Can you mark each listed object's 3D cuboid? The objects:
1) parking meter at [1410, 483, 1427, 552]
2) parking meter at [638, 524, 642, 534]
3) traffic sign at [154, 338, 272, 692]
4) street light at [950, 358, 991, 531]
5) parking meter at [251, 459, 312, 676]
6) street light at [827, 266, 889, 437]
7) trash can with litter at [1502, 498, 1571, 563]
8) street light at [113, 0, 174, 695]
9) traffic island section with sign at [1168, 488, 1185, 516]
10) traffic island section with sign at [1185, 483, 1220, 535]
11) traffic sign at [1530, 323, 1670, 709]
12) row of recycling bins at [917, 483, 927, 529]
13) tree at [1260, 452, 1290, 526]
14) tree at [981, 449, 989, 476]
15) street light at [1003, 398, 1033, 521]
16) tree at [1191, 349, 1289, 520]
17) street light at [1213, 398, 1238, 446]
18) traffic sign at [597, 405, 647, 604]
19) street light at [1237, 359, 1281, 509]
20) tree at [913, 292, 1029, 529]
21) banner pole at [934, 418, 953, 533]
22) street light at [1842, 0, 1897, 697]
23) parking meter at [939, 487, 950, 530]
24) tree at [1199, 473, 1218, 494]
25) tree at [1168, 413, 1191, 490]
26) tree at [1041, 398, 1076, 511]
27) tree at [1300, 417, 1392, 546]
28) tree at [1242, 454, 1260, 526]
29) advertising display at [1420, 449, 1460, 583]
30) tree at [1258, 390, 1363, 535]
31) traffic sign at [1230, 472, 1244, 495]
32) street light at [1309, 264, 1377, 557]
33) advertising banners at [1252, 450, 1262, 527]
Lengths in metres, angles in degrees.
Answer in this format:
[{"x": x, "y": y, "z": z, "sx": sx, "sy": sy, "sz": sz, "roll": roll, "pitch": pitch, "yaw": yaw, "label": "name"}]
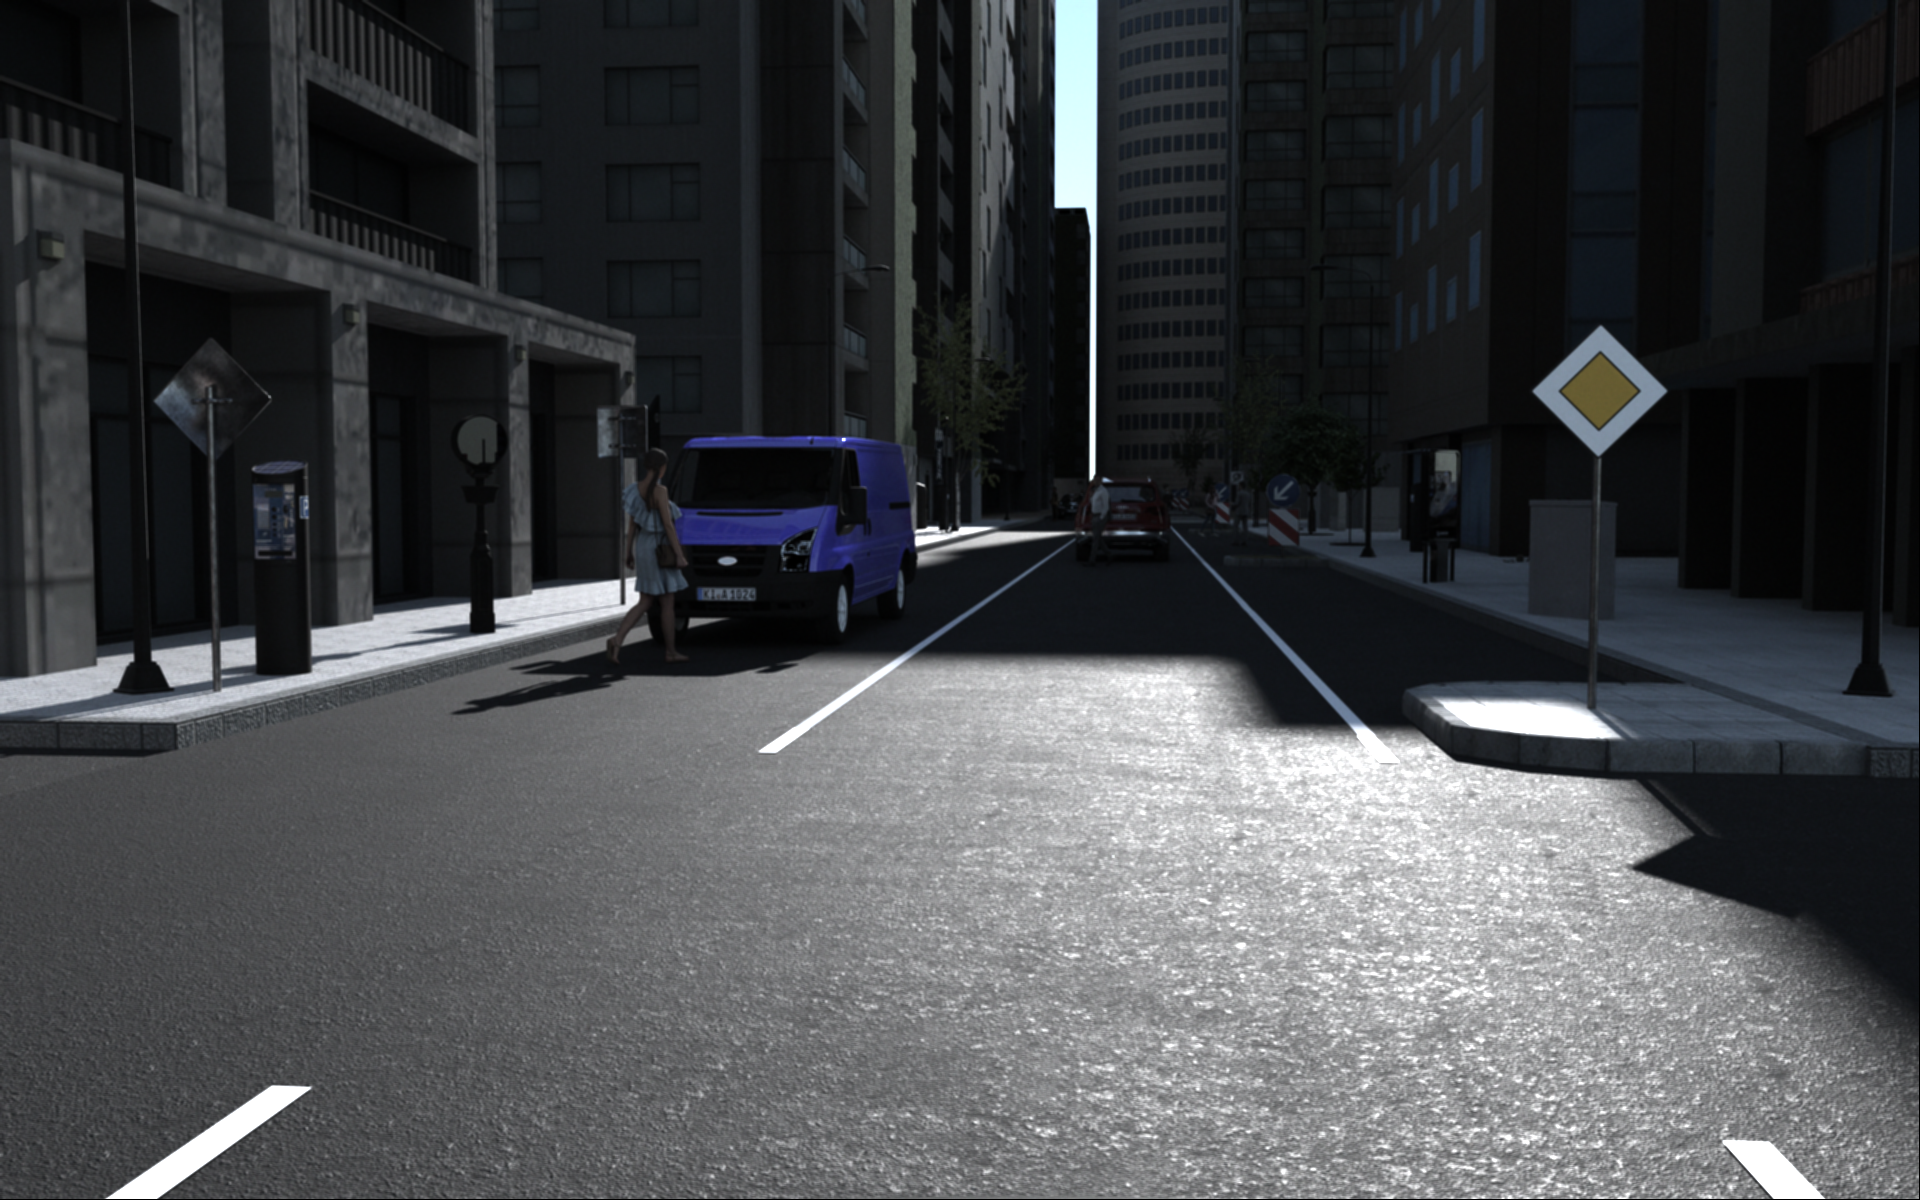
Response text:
[{"x": 10.179, "y": -1.835, "z": 38.415, "sx": 0.372, "sy": 1.533, "sz": 0.369, "roll": 0, "pitch": 3, "yaw": 0, "label": "parking meter"}, {"x": -7.417, "y": -1.941, "z": 40.151, "sx": 0.372, "sy": 1.533, "sz": 0.369, "roll": 0, "pitch": 3, "yaw": 0, "label": "parking meter"}, {"x": -4.825, "y": -0.462, "z": 11.195, "sx": 0.795, "sy": 2.450, "sz": 0.064, "roll": 0, "pitch": 4, "yaw": 6, "label": "traffic sign"}, {"x": 0.344, "y": -5.310, "z": 59.366, "sx": 1.470, "sy": 5.913, "sz": 1.316, "roll": 0, "pitch": 4, "yaw": 6, "label": "street light"}, {"x": -4.845, "y": -0.242, "z": 12.374, "sx": 0.372, "sy": 1.533, "sz": 0.369, "roll": 0, "pitch": 3, "yaw": 0, "label": "parking meter"}, {"x": -2.138, "y": -3.846, "z": 35.427, "sx": 1.470, "sy": 5.913, "sz": 1.316, "roll": 0, "pitch": 4, "yaw": 6, "label": "street light"}, {"x": 11.141, "y": -1.345, "z": 33.051, "sx": 2.233, "sy": 1.210, "sz": 1.678, "roll": -2, "pitch": 4, "yaw": -26, "label": "trash can with litter"}, {"x": -4.764, "y": -2.353, "z": 11.006, "sx": 1.470, "sy": 5.913, "sz": 1.316, "roll": 0, "pitch": 4, "yaw": 6, "label": "street light"}, {"x": 14.391, "y": -6.335, "z": 112.210, "sx": 1.989, "sy": 1.847, "sz": 2.006, "roll": 0, "pitch": 4, "yaw": 6, "label": "traffic island section with sign"}, {"x": 9.174, "y": -3.257, "z": 61.884, "sx": 1.989, "sy": 1.847, "sz": 2.006, "roll": 0, "pitch": 4, "yaw": 6, "label": "traffic island section with sign"}, {"x": 3.771, "y": -0.406, "z": 10.284, "sx": 0.795, "sy": 2.450, "sz": 0.064, "roll": 0, "pitch": 4, "yaw": 6, "label": "traffic sign"}, {"x": -2.464, "y": -3.396, "z": 62.645, "sx": 1.069, "sy": 1.692, "sz": 3.534, "roll": 3, "pitch": 5, "yaw": 40, "label": "row of recycling bins"}, {"x": 11.879, "y": -4.158, "z": 62.589, "sx": 1.663, "sy": 3.219, "sz": 1.824, "roll": 0, "pitch": 3, "yaw": 0, "label": "tree"}, {"x": -0.305, "y": -6.183, "z": 84.811, "sx": 4.285, "sy": 4.588, "sz": 4.351, "roll": 0, "pitch": 3, "yaw": 0, "label": "tree"}, {"x": 2.819, "y": -6.801, "z": 83.734, "sx": 1.470, "sy": 5.913, "sz": 1.316, "roll": 0, "pitch": 4, "yaw": 6, "label": "street light"}, {"x": 14.526, "y": -8.349, "z": 86.862, "sx": 4.737, "sy": 8.622, "sz": 4.395, "roll": 0, "pitch": 3, "yaw": 0, "label": "tree"}, {"x": 12.908, "y": -6.808, "z": 83.846, "sx": 1.470, "sy": 5.913, "sz": 1.316, "roll": 0, "pitch": 4, "yaw": 6, "label": "street light"}, {"x": -3.913, "y": -1.097, "z": 20.059, "sx": 0.606, "sy": 2.300, "sz": 0.079, "roll": 1, "pitch": 4, "yaw": 12, "label": "traffic sign"}, {"x": 10.411, "y": -5.317, "z": 59.476, "sx": 1.470, "sy": 5.913, "sz": 1.316, "roll": 0, "pitch": 4, "yaw": 6, "label": "street light"}, {"x": 0.075, "y": -6.903, "z": 63.224, "sx": 4.737, "sy": 8.622, "sz": 4.395, "roll": 0, "pitch": 3, "yaw": 0, "label": "tree"}, {"x": -0.581, "y": -4.078, "z": 56.699, "sx": 0.401, "sy": 3.779, "sz": 0.863, "roll": 3, "pitch": 4, "yaw": 36, "label": "banner pole"}, {"x": 5.298, "y": -2.352, "z": 10.991, "sx": 1.470, "sy": 5.913, "sz": 1.316, "roll": 0, "pitch": 4, "yaw": 6, "label": "street light"}, {"x": -0.567, "y": -3.273, "z": 61.926, "sx": 0.372, "sy": 1.533, "sz": 0.369, "roll": 0, "pitch": 3, "yaw": 0, "label": "parking meter"}, {"x": 21.075, "y": -9.341, "z": 147.328, "sx": 1.663, "sy": 3.219, "sz": 1.824, "roll": 0, "pitch": 3, "yaw": 0, "label": "tree"}, {"x": 20.574, "y": -12.460, "z": 154.089, "sx": 4.737, "sy": 8.622, "sz": 4.395, "roll": 0, "pitch": 3, "yaw": 0, "label": "tree"}, {"x": 6.722, "y": -11.108, "z": 131.983, "sx": 4.360, "sy": 8.622, "sz": 3.978, "roll": 0, "pitch": 3, "yaw": 0, "label": "tree"}, {"x": 9.669, "y": -2.975, "z": 43.235, "sx": 1.663, "sy": 3.219, "sz": 1.824, "roll": 0, "pitch": 3, "yaw": 0, "label": "tree"}, {"x": 12.634, "y": -4.651, "z": 70.650, "sx": 1.663, "sy": 3.219, "sz": 1.824, "roll": 0, "pitch": 3, "yaw": 0, "label": "tree"}, {"x": 6.977, "y": -1.221, "z": 25.180, "sx": 0.123, "sy": 1.923, "sz": 0.974, "roll": 3, "pitch": 5, "yaw": 42, "label": "advertising display"}, {"x": 10.969, "y": -4.326, "z": 54.446, "sx": 4.285, "sy": 4.588, "sz": 4.351, "roll": 0, "pitch": 3, "yaw": 0, "label": "tree"}, {"x": 12.374, "y": -4.605, "z": 77.420, "sx": 0.606, "sy": 2.300, "sz": 0.079, "roll": 1, "pitch": 4, "yaw": 9, "label": "traffic sign"}, {"x": 7.763, "y": -3.828, "z": 35.123, "sx": 1.470, "sy": 5.913, "sz": 1.316, "roll": 0, "pitch": 4, "yaw": 6, "label": "street light"}, {"x": 11.558, "y": -4.346, "z": 67.251, "sx": 0.090, "sy": 3.025, "sz": 2.074, "roll": 1, "pitch": 4, "yaw": 18, "label": "advertising banners"}]
